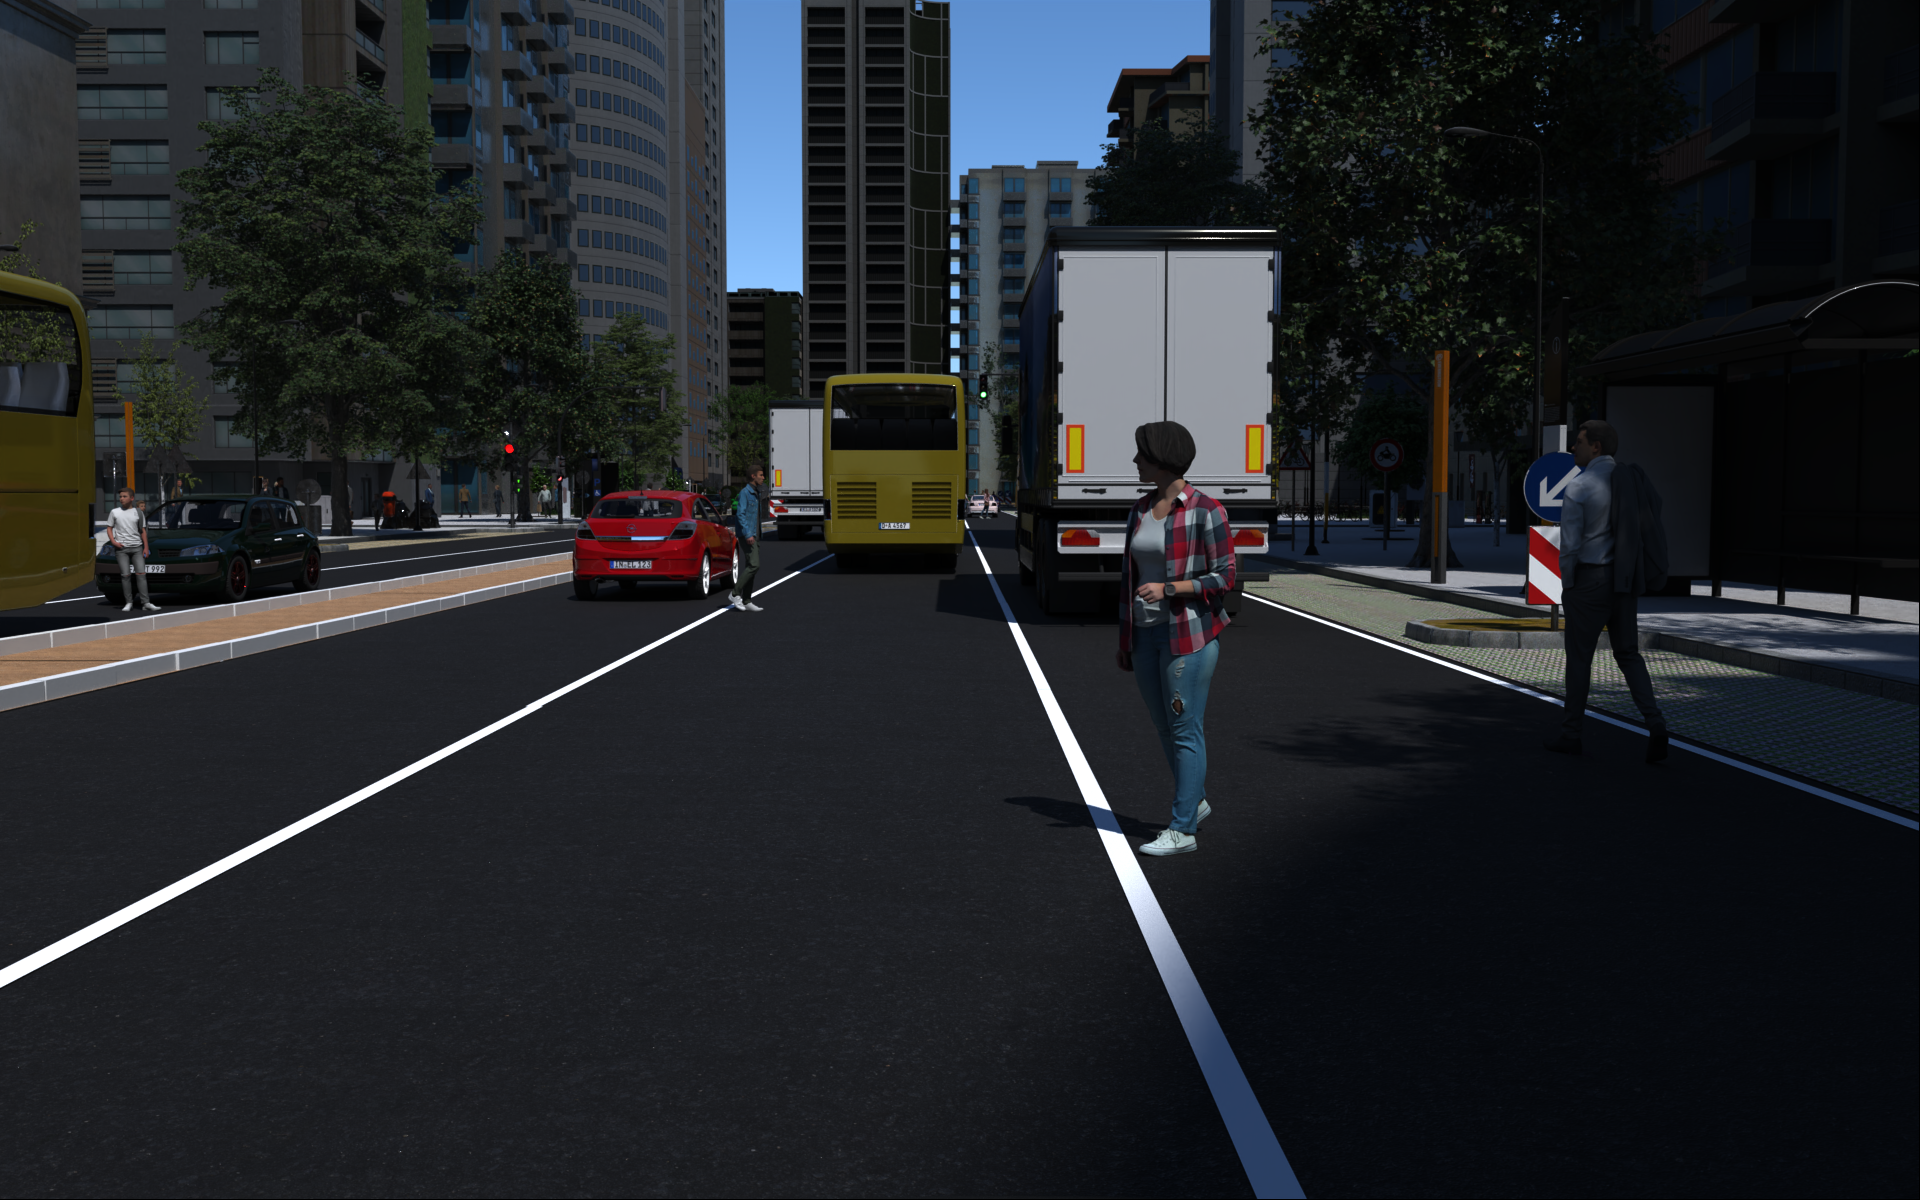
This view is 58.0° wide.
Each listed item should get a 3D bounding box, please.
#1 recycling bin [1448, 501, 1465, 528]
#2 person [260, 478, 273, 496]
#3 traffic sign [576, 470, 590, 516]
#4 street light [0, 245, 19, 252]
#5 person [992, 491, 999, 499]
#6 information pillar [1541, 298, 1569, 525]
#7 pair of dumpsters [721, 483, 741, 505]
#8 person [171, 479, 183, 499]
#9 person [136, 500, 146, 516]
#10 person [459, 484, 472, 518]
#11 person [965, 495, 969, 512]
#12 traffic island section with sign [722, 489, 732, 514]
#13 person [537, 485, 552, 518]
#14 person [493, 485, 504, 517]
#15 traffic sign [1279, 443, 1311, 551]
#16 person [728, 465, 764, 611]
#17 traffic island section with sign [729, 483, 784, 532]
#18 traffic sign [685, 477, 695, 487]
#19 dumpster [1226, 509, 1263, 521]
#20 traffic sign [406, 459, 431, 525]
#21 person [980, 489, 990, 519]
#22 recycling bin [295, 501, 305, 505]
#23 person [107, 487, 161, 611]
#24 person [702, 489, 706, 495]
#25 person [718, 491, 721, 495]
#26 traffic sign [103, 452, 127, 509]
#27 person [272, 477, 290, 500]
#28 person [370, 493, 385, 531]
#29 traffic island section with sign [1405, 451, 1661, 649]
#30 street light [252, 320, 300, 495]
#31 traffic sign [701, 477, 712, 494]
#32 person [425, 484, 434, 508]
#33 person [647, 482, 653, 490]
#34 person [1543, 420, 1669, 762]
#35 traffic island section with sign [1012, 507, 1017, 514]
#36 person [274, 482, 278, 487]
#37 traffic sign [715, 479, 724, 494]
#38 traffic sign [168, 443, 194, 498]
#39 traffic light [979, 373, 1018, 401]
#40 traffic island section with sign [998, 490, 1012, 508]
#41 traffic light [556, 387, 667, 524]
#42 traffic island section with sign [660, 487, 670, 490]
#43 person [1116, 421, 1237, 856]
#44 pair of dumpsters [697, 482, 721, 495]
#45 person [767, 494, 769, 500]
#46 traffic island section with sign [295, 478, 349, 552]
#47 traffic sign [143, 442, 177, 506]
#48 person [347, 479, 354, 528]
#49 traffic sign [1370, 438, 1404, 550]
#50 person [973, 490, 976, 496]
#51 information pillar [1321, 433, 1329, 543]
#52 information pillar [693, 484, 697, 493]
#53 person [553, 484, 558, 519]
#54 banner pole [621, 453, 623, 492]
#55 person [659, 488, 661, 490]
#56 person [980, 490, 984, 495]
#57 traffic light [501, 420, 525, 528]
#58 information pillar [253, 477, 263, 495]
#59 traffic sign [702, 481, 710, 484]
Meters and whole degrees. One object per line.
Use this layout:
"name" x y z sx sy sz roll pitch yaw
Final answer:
"recycling bin" 18.803 -3.276 66.125 0.722 1.027 0.722 0 4 -5
"person" -20.866 -2.793 52.129 0.576 1.772 0.534 0 4 6
"traffic sign" -20.234 -5.674 92.878 0.768 2.556 0.104 0 4 7
"street light" -18.229 -3.662 32.407 1.470 5.913 1.316 0 4 0
"person" 3.813 -11.261 193.299 1.217 1.739 0.721 -3 4 -36
"information pillar" 7.204 -1.811 20.970 0.183 3.616 0.504 0 4 -6
"pair of dumpsters" -19.430 -8.835 146.948 1.574 2.255 4.437 0 4 0
"person" -29.065 -3.568 64.285 0.836 1.842 0.656 -2 4 -23
"person" -16.490 -1.352 34.882 0.640 1.303 0.475 -2 4 -32
"person" -26.838 -5.384 93.974 0.836 1.842 0.656 2 4 26
"person" 0.393 -7.911 138.508 0.731 1.740 0.598 1 4 12
"traffic island section with sign" -16.845 -7.125 125.118 1.989 1.847 2.006 0 4 0
"person" -21.990 -5.201 91.562 0.782 1.767 0.515 -1 4 -17
"person" -25.524 -5.467 95.843 0.534 1.772 0.576 1 4 12
"traffic sign" 7.480 -2.375 38.839 0.884 2.594 0.081 0 4 2
"person" -2.595 -0.751 21.123 0.444 1.785 0.601 1 4 16
"traffic island section with sign" -7.639 -3.520 65.684 2.006 1.907 1.989 0 4 0
"traffic sign" -19.925 -7.832 127.783 0.795 2.593 0.064 1 4 9
"dumpster" 7.380 -2.466 46.071 1.264 1.857 1.865 0 3 0
"traffic sign" -19.373 -3.790 61.971 0.884 2.594 0.081 0 4 1
"person" 1.472 -5.630 101.134 0.643 1.750 0.593 1 4 12
"recycling bin" -25.170 -3.221 65.225 0.722 1.027 0.722 3 4 36
"person" -10.137 -0.620 21.233 0.523 1.515 0.503 2 4 27
"person" -19.823 -7.786 134.354 0.522 1.701 0.512 3 5 45
"person" -25.941 -11.056 187.532 1.217 1.743 0.721 2 4 28
"traffic sign" -20.609 -2.454 42.256 0.606 2.300 0.079 0 4 8
"person" -21.529 -2.995 54.989 0.794 1.824 0.713 -1 4 -23
"person" -20.264 -3.056 60.281 0.475 1.303 0.640 -2 4 -33
"traffic island section with sign" 5.448 -0.503 16.846 1.989 1.847 2.006 0 4 0
"street light" -18.270 -4.509 46.270 1.470 5.913 1.316 0 4 0
"traffic sign" -19.448 -8.124 132.837 0.884 2.594 0.081 0 4 4
"person" -26.802 -4.972 87.520 0.419 1.800 0.721 0 4 4
"person" -11.141 -3.258 61.607 0.661 1.843 0.795 3 5 40
"person" 3.530 -0.048 9.378 0.679 1.850 0.850 -1 4 -21
"traffic island section with sign" 4.974 -7.120 125.041 1.989 1.847 2.006 0 4 0
"person" -28.601 -4.070 72.770 0.537 1.800 0.526 -2 4 -30
"traffic sign" -19.910 -8.749 143.150 0.768 2.556 0.104 0 4 2
"traffic sign" -19.946 -2.695 44.066 0.884 2.594 0.081 0 3 0
"traffic light" 3.096 -5.539 65.238 4.771 5.953 1.251 0 4 0
"traffic island section with sign" 4.752 -10.190 175.241 1.989 1.847 2.006 0 4 0
"traffic light" -14.817 -6.033 73.304 4.771 5.953 1.251 0 4 0
"traffic island section with sign" -16.734 -5.476 98.163 1.989 1.847 2.006 0 4 0
"person" 0.887 0.144 6.989 0.643 1.720 0.563 -2 4 -35
"pair of dumpsters" -20.701 -8.446 140.588 1.574 2.255 4.437 0 3 0
"person" -21.479 -11.388 193.028 0.721 1.735 1.217 -1 4 -23
"traffic island section with sign" -16.481 -2.126 43.385 1.989 1.847 2.006 0 4 0
"traffic sign" -20.120 -2.663 43.540 0.884 2.594 0.081 0 4 5
"person" -22.728 -3.562 64.239 0.622 1.834 0.822 2 4 26
"traffic sign" 9.695 -2.405 39.433 0.768 2.556 0.104 0 4 5
"person" 1.349 -8.902 154.132 0.705 1.814 1.350 0 4 2
"information pillar" 9.520 -3.281 44.995 0.183 3.616 0.504 0 4 7
"information pillar" -19.159 -7.384 125.212 0.304 2.012 0.304 0 4 -3
"person" -20.807 -5.093 89.660 0.444 1.785 0.601 -1 4 -10
"banner pole" -18.829 -6.520 96.621 0.401 3.779 0.863 -1 4 -11
"person" -22.719 -7.655 131.627 0.534 1.772 0.576 -1 4 -21
"person" 2.295 -10.185 175.027 1.348 1.823 0.705 2 4 29
"traffic light" -16.873 -4.670 65.275 0.839 4.253 0.868 0 4 0
"information pillar" -29.706 -4.212 73.359 0.304 2.012 0.304 -3 5 -45
"traffic sign" -21.680 -9.044 147.974 0.768 2.556 0.104 0 4 1
